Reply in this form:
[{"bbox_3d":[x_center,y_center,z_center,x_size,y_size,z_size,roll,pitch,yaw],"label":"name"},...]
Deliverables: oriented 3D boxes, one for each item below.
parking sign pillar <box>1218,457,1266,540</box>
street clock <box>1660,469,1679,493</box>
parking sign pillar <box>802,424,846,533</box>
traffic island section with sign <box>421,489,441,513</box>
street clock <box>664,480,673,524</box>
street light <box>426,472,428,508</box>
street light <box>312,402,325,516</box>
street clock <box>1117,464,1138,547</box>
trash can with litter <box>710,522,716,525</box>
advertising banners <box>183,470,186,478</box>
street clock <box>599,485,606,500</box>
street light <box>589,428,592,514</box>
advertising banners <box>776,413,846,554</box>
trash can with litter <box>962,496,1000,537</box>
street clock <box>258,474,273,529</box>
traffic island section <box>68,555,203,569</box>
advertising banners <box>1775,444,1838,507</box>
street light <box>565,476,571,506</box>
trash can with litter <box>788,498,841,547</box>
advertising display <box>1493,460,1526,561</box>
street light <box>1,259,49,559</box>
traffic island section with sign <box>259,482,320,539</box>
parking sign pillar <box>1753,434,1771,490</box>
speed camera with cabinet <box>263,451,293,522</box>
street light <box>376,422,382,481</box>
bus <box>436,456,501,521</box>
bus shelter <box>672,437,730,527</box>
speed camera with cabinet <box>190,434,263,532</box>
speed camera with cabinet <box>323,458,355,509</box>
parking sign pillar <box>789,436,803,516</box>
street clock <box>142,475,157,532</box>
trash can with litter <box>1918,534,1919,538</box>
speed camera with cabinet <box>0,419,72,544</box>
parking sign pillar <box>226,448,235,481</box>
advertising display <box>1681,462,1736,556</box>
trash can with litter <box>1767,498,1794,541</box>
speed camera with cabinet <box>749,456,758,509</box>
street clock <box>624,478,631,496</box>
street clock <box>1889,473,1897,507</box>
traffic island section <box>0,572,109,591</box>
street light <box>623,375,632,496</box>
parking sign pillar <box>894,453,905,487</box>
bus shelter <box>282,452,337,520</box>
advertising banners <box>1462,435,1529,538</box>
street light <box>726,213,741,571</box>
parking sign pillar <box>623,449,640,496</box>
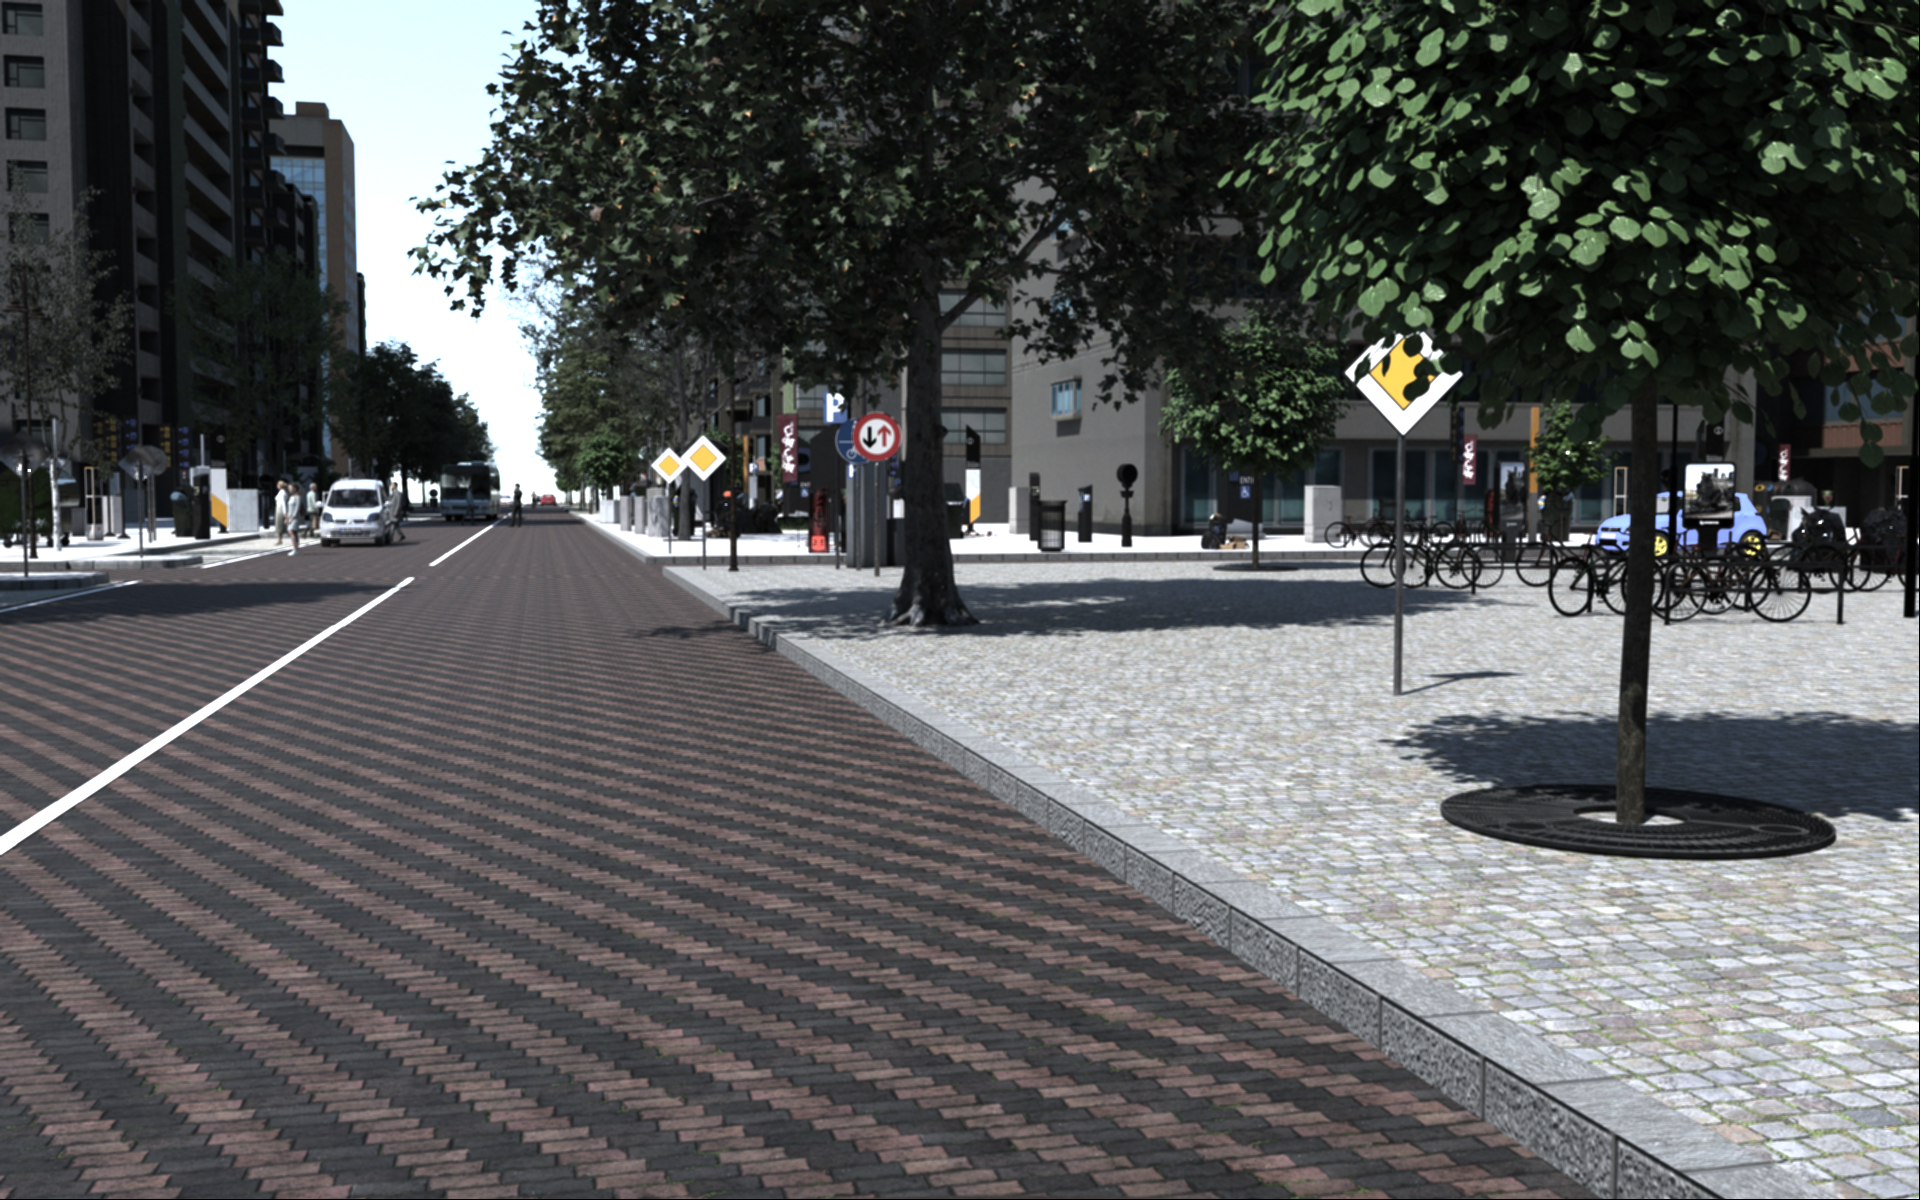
[{"bbox_3d":[7.861,-3.673,48.518,1.447,3.967,1.447,-2,4,-31],"label":"parking sign pillar"},{"bbox_3d":[20.453,-2.778,49.989,0.471,2.002,0.358,2,4,34],"label":"street clock"},{"bbox_3d":[-4.315,-4.226,57.564,1.447,3.967,1.447,0,4,3],"label":"parking sign pillar"},{"bbox_3d":[-39.772,-7.491,131.105,1.989,1.847,2.006,-1,4,-14],"label":"traffic island section with sign"},{"bbox_3d":[-12.492,-4.272,74.411,0.358,2.002,0.471,2,4,31],"label":"street clock"},{"bbox_3d":[-47.651,-11.134,154.822,0.468,5.910,1.993,-1,4,-14],"label":"street light"},{"bbox_3d":[-29.518,-6.553,79.922,0.468,5.910,1.993,-1,4,-14],"label":"street light"},{"bbox_3d":[4.035,-2.280,41.850,0.471,2.002,0.358,-2,4,-32],"label":"street clock"},{"bbox_3d":[-10.123,-3.723,72.258,0.624,1.170,1.055,0,4,1],"label":"trash can with litter"},{"bbox_3d":[-29.125,-4.201,64.877,0.090,3.025,2.074,-2,4,-29],"label":"advertising banners"},{"bbox_3d":[-20.156,-5.701,97.780,0.471,2.002,0.358,3,4,38],"label":"street clock"},{"bbox_3d":[-23.462,-8.377,109.752,0.468,5.910,1.993,-1,4,-14],"label":"street light"},{"bbox_3d":[-3.034,-2.524,37.460,2.074,3.025,0.090,1,4,21],"label":"advertising banners"},{"bbox_3d":[0.459,-2.538,52.546,2.233,1.210,1.678,-3,5,-40],"label":"trash can with litter"},{"bbox_3d":[-25.364,-3.592,63.300,0.471,2.002,0.358,-2,4,-27],"label":"street clock"},{"bbox_3d":[-16.385,-0.755,34.627,2.009,0.180,2.903,-1,4,-14],"label":"traffic island section"},{"bbox_3d":[29.252,-3.897,59.906,2.074,3.025,0.090,3,5,41],"label":"advertising banners"},{"bbox_3d":[-41.463,-12.929,184.171,0.468,5.910,1.993,-1,4,-14],"label":"street light"},{"bbox_3d":[-2.957,-1.911,42.302,2.233,1.210,1.678,1,4,14],"label":"trash can with litter"},{"bbox_3d":[10.386,-1.683,32.739,0.974,1.923,0.123,-3,5,-42],"label":"advertising display"},{"bbox_3d":[-18.428,-3.761,34.274,0.468,5.910,1.993,-1,4,-14],"label":"street light"},{"bbox_3d":[-21.688,-2.926,56.467,1.989,1.847,2.006,-1,4,-14],"label":"traffic island section with sign"},{"bbox_3d":[28.572,-4.533,62.583,1.447,3.967,1.447,2,4,27],"label":"parking sign pillar"},{"bbox_3d":[-31.310,-5.141,78.395,2.038,3.252,0.660,-1,4,-11],"label":"speed camera with cabinet"},{"bbox_3d":[-36.390,-8.311,108.679,0.468,5.910,1.993,-1,4,-14],"label":"street light"},{"bbox_3d":[-27.217,-6.218,96.523,2.948,3.499,13.247,-1,4,-12],"label":"bus"},{"bbox_3d":[-9.717,-4.322,64.592,2.014,3.302,5.546,-1,4,-14],"label":"bus shelter"},{"bbox_3d":[-24.602,-3.890,57.932,2.038,3.252,0.660,-2,4,-35],"label":"speed camera with cabinet"},{"bbox_3d":[-34.562,-6.244,96.427,2.038,3.252,0.660,2,4,28],"label":"speed camera with cabinet"},{"bbox_3d":[-6.501,-5.135,72.429,1.447,3.967,1.447,-1,4,-9],"label":"parking sign pillar"},{"bbox_3d":[-27.215,-3.279,58.189,0.471,2.002,0.358,-1,4,-18],"label":"street clock"},{"bbox_3d":[27.944,-2.411,50.483,1.678,1.210,2.233,-3,5,-44],"label":"trash can with litter"},{"bbox_3d":[-23.966,-3.064,44.432,2.038,3.252,0.660,-1,4,-9],"label":"speed camera with cabinet"},{"bbox_3d":[-42.820,-6.910,101.455,1.447,3.967,1.447,-1,4,-12],"label":"parking sign pillar"},{"bbox_3d":[14.935,-1.796,34.572,0.974,1.923,0.123,1,4,13],"label":"advertising display"},{"bbox_3d":[22.374,-2.195,47.274,0.624,1.170,1.055,2,4,33],"label":"trash can with litter"},{"bbox_3d":[-10.908,-5.818,89.464,0.660,3.252,2.038,-1,4,-15],"label":"speed camera with cabinet"},{"bbox_3d":[-14.532,-4.366,75.947,0.358,2.002,0.471,-1,4,-17],"label":"street clock"},{"bbox_3d":[32.535,-3.407,60.274,0.358,2.002,0.471,0,4,2],"label":"street clock"},{"bbox_3d":[-14.505,-0.280,26.865,2.009,0.180,2.903,-1,4,-14],"label":"traffic island section"},{"bbox_3d":[-12.339,-5.586,64.111,0.468,5.910,1.993,-1,4,-14],"label":"street light"},{"bbox_3d":[-3.268,-6.526,95.179,1.447,3.967,1.447,1,4,12],"label":"parking sign pillar"},{"bbox_3d":[-32.533,-5.671,86.643,2.014,3.302,5.546,-1,4,-14],"label":"bus shelter"},{"bbox_3d":[15.621,-3.332,50.673,2.074,3.025,0.090,2,4,31],"label":"advertising banners"},{"bbox_3d":[-3.767,-3.417,28.653,0.468,5.910,1.993,-1,4,-14],"label":"street light"},{"bbox_3d":[-20.523,-7.315,108.079,1.447,3.967,1.447,-3,5,-44],"label":"parking sign pillar"}]
